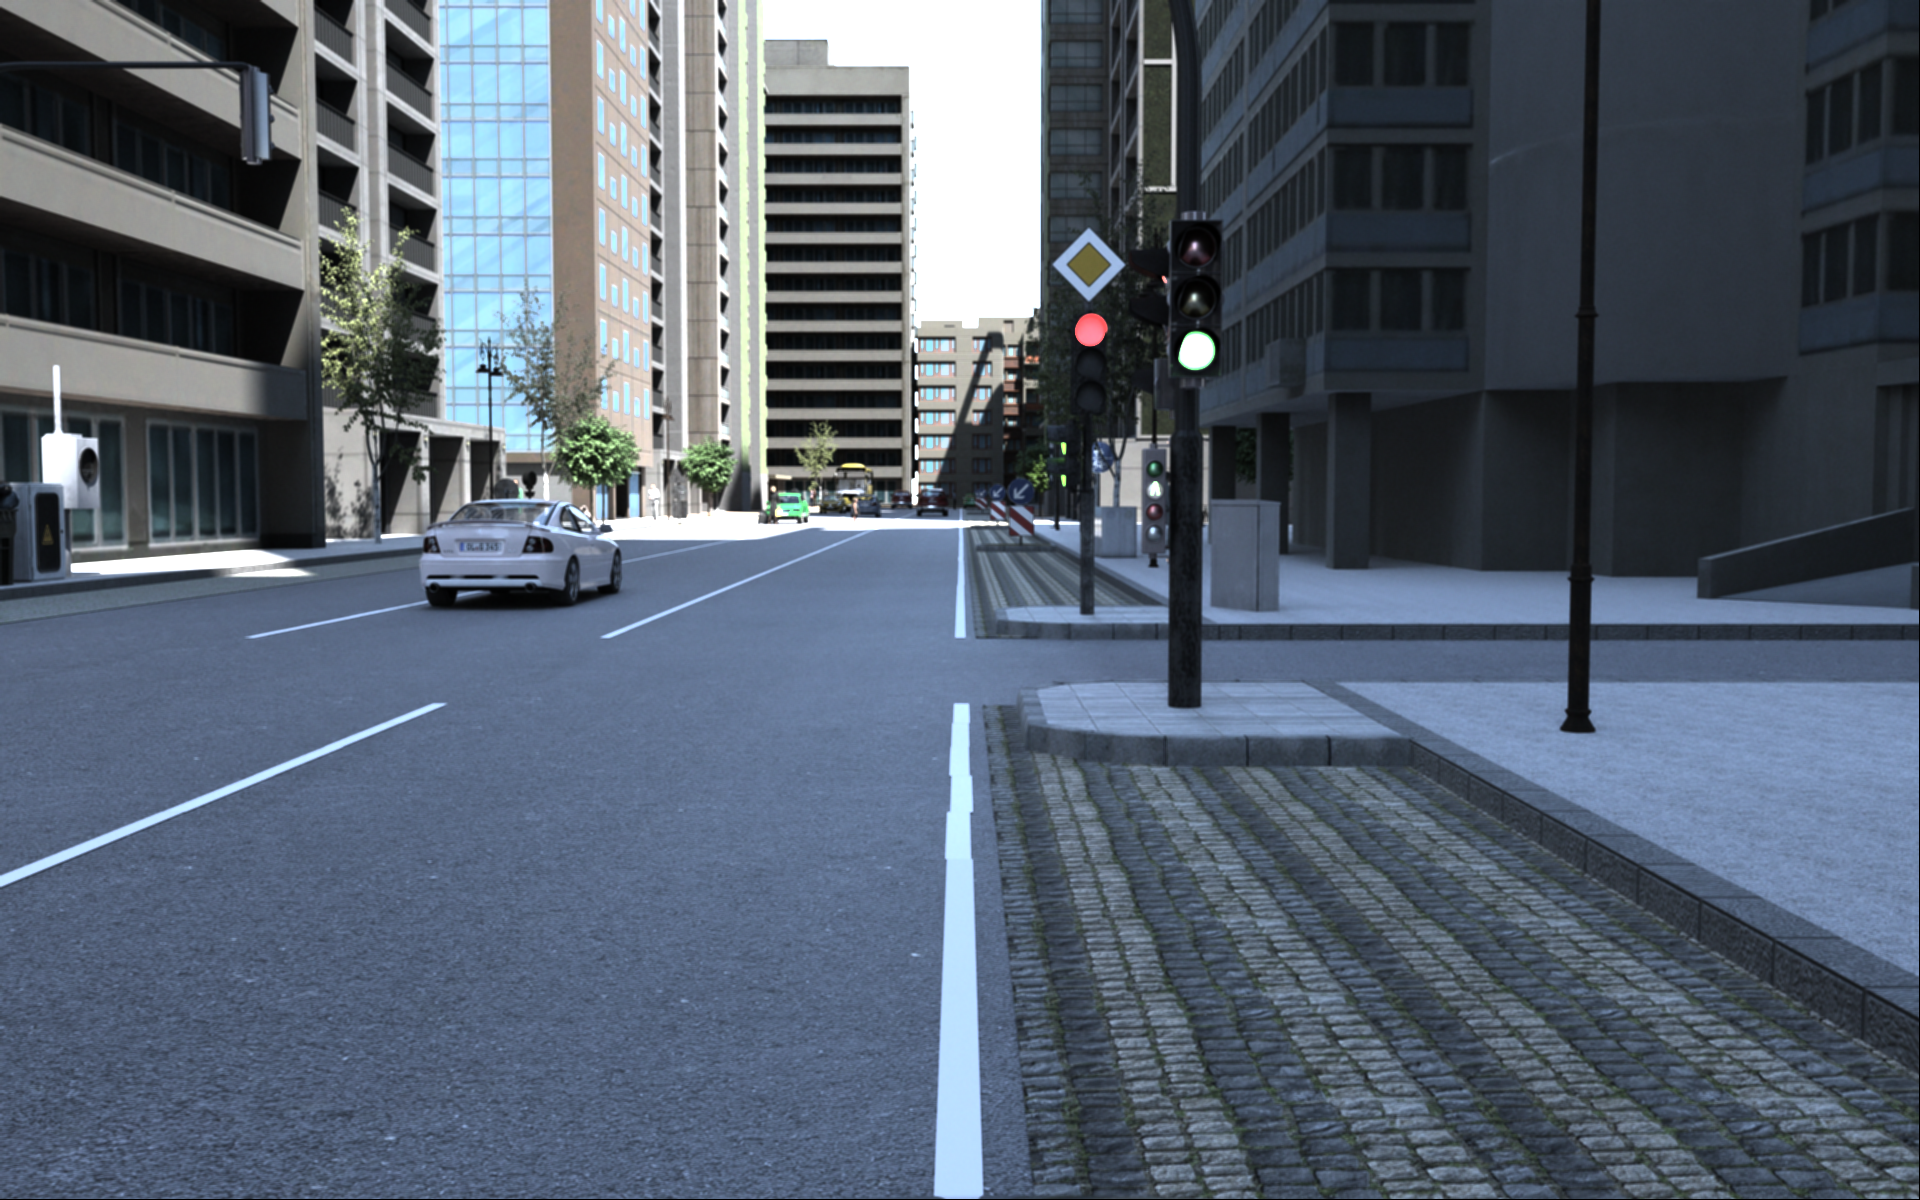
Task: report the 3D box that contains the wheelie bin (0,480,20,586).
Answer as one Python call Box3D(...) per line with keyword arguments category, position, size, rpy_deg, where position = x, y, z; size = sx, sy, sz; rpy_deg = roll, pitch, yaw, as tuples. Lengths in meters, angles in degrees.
Box3D(category="wheelie bin", position=(-13.602, -0.997, 24.211), size=(0.693, 1.594, 0.980), rpy_deg=(0, 4, 4))

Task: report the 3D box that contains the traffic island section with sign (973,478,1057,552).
Box3D(category="traffic island section with sign", position=(1.404, -2.133, 43.501), size=(1.989, 1.847, 2.006), rpy_deg=(0, 3, 0))

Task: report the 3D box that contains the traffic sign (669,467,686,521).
Box3D(category="traffic sign", position=(-13.655, -5.109, 83.543), size=(0.884, 2.594, 0.081), rpy_deg=(0, 4, 1))

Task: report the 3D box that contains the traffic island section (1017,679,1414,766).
Box3D(category="traffic island section", position=(1.372, 0.721, 10.497), size=(2.009, 0.180, 2.903), rpy_deg=(0, 3, 0))

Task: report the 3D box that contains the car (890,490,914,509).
Box3D(category="car", position=(-5.645, -9.755, 168.159), size=(2.281, 1.827, 5.304), rpy_deg=(0, 4, -2))

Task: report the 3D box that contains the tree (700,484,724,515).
Box3D(category="tree", position=(-14.831, -6.708, 104.273), size=(1.663, 3.219, 1.824), rpy_deg=(0, 3, 0))

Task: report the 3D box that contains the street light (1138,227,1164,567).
Box3D(category="street light", position=(3.398, -3.513, 30.229), size=(0.468, 5.910, 1.993), rpy_deg=(0, 3, 0))

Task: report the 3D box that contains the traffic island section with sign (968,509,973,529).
Box3D(category="traffic island section with sign", position=(1.416, -3.782, 70.456), size=(1.989, 1.847, 2.006), rpy_deg=(0, 3, 0))

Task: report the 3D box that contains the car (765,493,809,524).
Box3D(category="car", position=(-8.378, -4.608, 84.131), size=(1.959, 1.807, 4.718), rpy_deg=(0, 4, 1))

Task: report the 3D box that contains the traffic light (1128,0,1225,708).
Box3D(category="traffic light", position=(-0.759, -2.176, 10.243), size=(4.771, 5.953, 1.251), rpy_deg=(0, 3, 0))

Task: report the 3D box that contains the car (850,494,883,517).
Box3D(category="car", position=(-5.818, -5.828, 107.297), size=(2.014, 1.417, 4.499), rpy_deg=(0, 4, -1))

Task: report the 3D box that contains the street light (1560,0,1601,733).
Box3D(category="street light", position=(3.347, -2.227, 9.205), size=(0.468, 5.910, 1.993), rpy_deg=(0, 3, 0))

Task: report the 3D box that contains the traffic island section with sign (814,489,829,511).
Box3D(category="traffic island section with sign", position=(-11.459, -8.517, 147.873), size=(1.989, 1.847, 2.006), rpy_deg=(0, 3, 0))

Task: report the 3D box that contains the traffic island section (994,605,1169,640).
Box3D(category="traffic island section", position=(1.378, 0.232, 18.482), size=(2.009, 0.180, 2.903), rpy_deg=(0, 3, 0))

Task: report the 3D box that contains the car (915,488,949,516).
Box3D(category="car", position=(-1.823, -6.425, 113.722), size=(2.281, 1.827, 5.304), rpy_deg=(0, 4, -2))

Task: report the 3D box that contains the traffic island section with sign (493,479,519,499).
Box3D(category="traffic island section with sign", position=(-11.523, -2.143, 43.665), size=(1.989, 1.847, 2.006), rpy_deg=(0, 3, 0))

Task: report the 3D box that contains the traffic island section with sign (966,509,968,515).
Box3D(category="traffic island section with sign", position=(1.452, -6.859, 120.778), size=(1.989, 1.847, 2.006), rpy_deg=(0, 3, 0))

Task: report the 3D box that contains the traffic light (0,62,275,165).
Box3D(category="traffic light", position=(-9.732, -2.674, 18.394), size=(4.771, 5.953, 1.251), rpy_deg=(0, 3, 0))

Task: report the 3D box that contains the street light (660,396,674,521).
Box3D(category="street light", position=(-13.839, -6.687, 82.128), size=(0.468, 5.910, 1.993), rpy_deg=(0, 3, 0))

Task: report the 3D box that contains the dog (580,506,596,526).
Box3D(category="dog", position=(-14.642, -3.322, 68.696), size=(0.800, 0.831, 0.513), rpy_deg=(3, 4, 37))

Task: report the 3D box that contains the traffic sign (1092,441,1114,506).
Box3D(category="traffic sign", position=(3.359, -2.564, 42.029), size=(0.768, 2.556, 0.104), rpy_deg=(0, 4, 3))

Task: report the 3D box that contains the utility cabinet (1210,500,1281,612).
Box3D(category="utility cabinet", position=(3.181, -0.500, 19.337), size=(0.306, 1.237, 1.020), rpy_deg=(-1, 4, -22))

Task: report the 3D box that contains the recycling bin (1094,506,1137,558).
Box3D(category="recycling bin", position=(3.148, -1.378, 35.090), size=(0.722, 1.027, 0.722), rpy_deg=(-1, 4, -9))

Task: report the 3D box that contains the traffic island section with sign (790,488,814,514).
Box3D(category="traffic island section with sign", position=(-11.481, -6.866, 120.879), size=(1.989, 1.847, 2.006), rpy_deg=(0, 3, 0))

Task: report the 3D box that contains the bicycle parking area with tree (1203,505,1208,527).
Box3D(category="bicycle parking area with tree", position=(12.082, -4.747, 64.620), size=(8.231, 4.147, 9.016), rpy_deg=(2, 4, 31))

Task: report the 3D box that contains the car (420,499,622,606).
Box3D(category="car", position=(-5.867, -0.684, 23.542), size=(2.083, 1.381, 4.827), rpy_deg=(0, 3, 0))

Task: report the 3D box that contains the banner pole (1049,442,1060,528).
Box3D(category="banner pole", position=(3.516, -4.619, 65.541), size=(0.401, 3.779, 0.863), rpy_deg=(2, 4, 26))

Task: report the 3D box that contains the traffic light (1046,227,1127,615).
Box3D(category="traffic light", position=(1.337, -1.801, 18.368), size=(0.839, 4.253, 0.868), rpy_deg=(0, 3, 0))

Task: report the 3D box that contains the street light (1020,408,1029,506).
Box3D(category="street light", position=(3.448, -7.361, 93.146), size=(0.468, 5.910, 1.993), rpy_deg=(0, 3, 0))

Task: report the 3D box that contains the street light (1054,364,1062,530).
Box3D(category="street light", position=(3.467, -5.417, 61.350), size=(0.468, 5.910, 1.993), rpy_deg=(0, 3, 0))

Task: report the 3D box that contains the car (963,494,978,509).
Box3D(category="car", position=(1.238, -9.803, 169.076), size=(1.959, 1.807, 4.718), rpy_deg=(0, 4, 0))

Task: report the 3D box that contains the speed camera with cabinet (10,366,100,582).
Box3D(category="speed camera with cabinet", position=(-13.737, -1.941, 26.076), size=(0.660, 3.252, 2.038), rpy_deg=(0, 4, 1))

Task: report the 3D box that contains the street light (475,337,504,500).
Box3D(category="street light", position=(-13.818, -4.784, 51.007), size=(0.468, 5.910, 1.993), rpy_deg=(0, 3, 0))

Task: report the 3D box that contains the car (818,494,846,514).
Box3D(category="car", position=(-9.338, -7.154, 127.194), size=(2.015, 1.641, 3.980), rpy_deg=(0, 4, 2))

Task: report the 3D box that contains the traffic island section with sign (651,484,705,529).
Box3D(category="traffic island section with sign", position=(-11.507, -3.816, 71.014), size=(1.989, 1.847, 2.006), rpy_deg=(0, 3, 0))

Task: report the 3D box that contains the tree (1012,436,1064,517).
Box3D(category="tree", position=(4.447, -6.975, 97.749), size=(4.285, 4.588, 4.351), rpy_deg=(0, 3, 0))
